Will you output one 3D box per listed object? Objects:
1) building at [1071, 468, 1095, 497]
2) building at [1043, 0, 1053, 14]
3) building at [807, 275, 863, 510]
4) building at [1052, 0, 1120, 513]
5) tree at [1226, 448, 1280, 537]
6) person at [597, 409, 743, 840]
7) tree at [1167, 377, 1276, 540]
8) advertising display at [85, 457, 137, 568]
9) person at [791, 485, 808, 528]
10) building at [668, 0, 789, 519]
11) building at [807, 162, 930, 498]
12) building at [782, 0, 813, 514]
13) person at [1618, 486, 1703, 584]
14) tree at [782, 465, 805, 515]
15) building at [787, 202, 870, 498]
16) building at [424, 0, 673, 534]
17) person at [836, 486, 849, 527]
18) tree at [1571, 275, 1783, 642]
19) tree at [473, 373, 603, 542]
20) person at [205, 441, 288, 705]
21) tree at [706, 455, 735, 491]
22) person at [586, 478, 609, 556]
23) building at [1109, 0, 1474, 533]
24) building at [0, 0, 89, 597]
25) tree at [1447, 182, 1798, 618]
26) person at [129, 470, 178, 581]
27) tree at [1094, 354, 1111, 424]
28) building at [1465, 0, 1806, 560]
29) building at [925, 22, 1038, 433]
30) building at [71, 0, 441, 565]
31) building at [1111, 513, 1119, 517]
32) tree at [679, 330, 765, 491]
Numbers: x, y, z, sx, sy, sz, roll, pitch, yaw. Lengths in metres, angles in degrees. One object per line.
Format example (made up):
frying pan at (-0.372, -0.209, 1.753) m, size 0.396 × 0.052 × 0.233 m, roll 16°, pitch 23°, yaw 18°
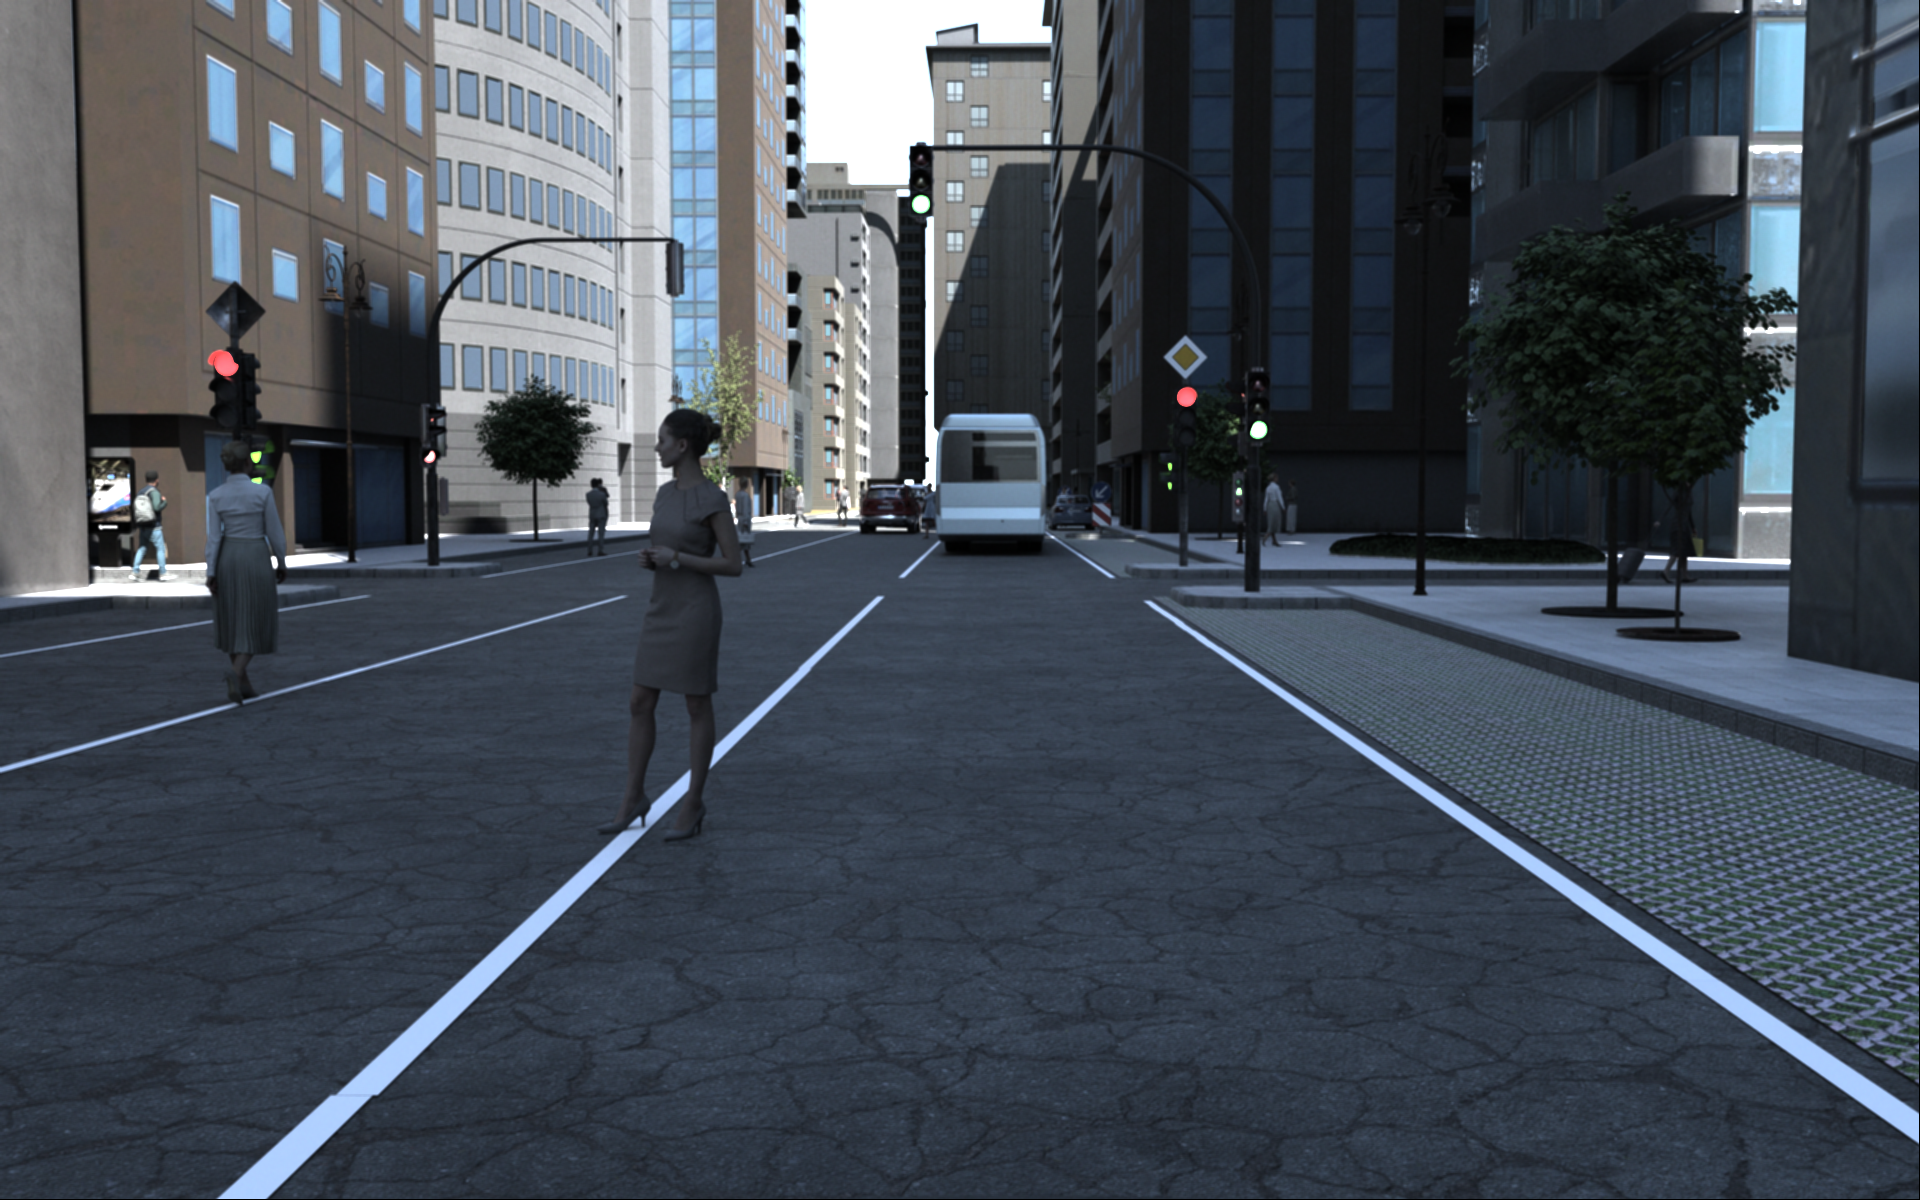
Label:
building at (24.151, -26.200, 120.247) m, size 32.217 × 40.220 × 23.993 m, roll 0°, pitch 4°, yaw 1°
building at (22.559, -35.347, 167.155) m, size 28.713 × 52.752 × 27.495 m, roll 0°, pitch 4°, yaw 1°
building at (-23.429, -18.764, 151.836) m, size 27.650 × 21.520 × 28.899 m, roll 0°, pitch 4°, yaw 1°
building at (18.662, -31.752, 142.845) m, size 21.300 × 48.544 × 21.600 m, roll 0°, pitch 4°, yaw 1°
tree at (8.943, -3.558, 52.771) m, size 1.663 × 3.219 × 1.824 m, roll 0°, pitch 3°, yaw 0°
person at (-1.207, 0.100, 7.206) m, size 0.599 × 1.781 × 0.374 m, roll 3°, pitch 4°, yaw 39°
tree at (7.292, -3.974, 48.685) m, size 4.285 × 4.588 × 4.351 m, roll 0°, pitch 3°, yaw 0°
advertising display at (-14.752, -1.518, 30.026) m, size 0.974 × 1.923 × 0.123 m, roll 1°, pitch 4°, yaw 10°
person at (-6.785, -3.975, 73.675) m, size 0.728 × 1.800 × 0.709 m, roll -1°, pitch 4°, yaw -23°
building at (-17.221, -27.202, 94.862) m, size 14.600 × 45.320 × 14.200 m, roll 0°, pitch 4°, yaw 1°
building at (-15.905, -31.401, 205.281) m, size 23.993 × 40.220 × 32.217 m, roll 0°, pitch 4°, yaw 1°
building at (-21.152, -49.373, 119.915) m, size 22.319 × 86.520 × 31.000 m, roll 0°, pitch 4°, yaw 1°
person at (11.254, -1.171, 27.858) m, size 1.509 × 1.804 × 0.699 m, roll 0°, pitch 4°, yaw -2°
tree at (-10.502, -6.788, 105.586) m, size 1.663 × 3.219 × 1.824 m, roll 0°, pitch 3°, yaw 0°
building at (-16.247, -24.674, 175.127) m, size 14.107 × 30.474 × 14.160 m, roll 0°, pitch 4°, yaw 1°
building at (-24.135, -32.014, 65.422) m, size 21.231 × 58.520 × 28.212 m, roll 0°, pitch 4°, yaw 1°
person at (-5.144, -4.124, 76.109) m, size 0.592 × 1.802 × 0.473 m, roll -2°, pitch 4°, yaw -35°
tree at (6.314, -1.278, 15.500) m, size 1.663 × 3.219 × 1.824 m, roll 0°, pitch 3°, yaw 0°
tree at (-11.453, -3.872, 47.018) m, size 4.285 × 4.588 × 4.351 m, roll 0°, pitch 3°, yaw 0°
person at (-4.927, -0.193, 11.875) m, size 0.478 × 1.798 × 0.641 m, roll 0°, pitch 4°, yaw 3°
tree at (-11.981, -5.568, 85.630) m, size 1.663 × 3.219 × 1.824 m, roll 0°, pitch 3°, yaw 0°
person at (-8.427, -1.932, 40.271) m, size 0.511 × 1.800 × 0.466 m, roll 0°, pitch 4°, yaw -1°
building at (12.883, -25.175, 61.721) m, size 14.600 × 45.320 × 14.200 m, roll 0°, pitch 4°, yaw 1°
building at (-29.050, -12.785, 13.553) m, size 34.151 × 26.468 × 19.350 m, roll 0°, pitch 4°, yaw 1°
tree at (6.957, -2.128, 18.514) m, size 4.285 × 4.588 × 4.351 m, roll 0°, pitch 3°, yaw 0°
person at (-13.267, -1.217, 28.389) m, size 0.713 × 1.824 × 0.794 m, roll -3°, pitch 5°, yaw -40°
tree at (8.231, -7.805, 77.975) m, size 4.737 × 8.622 × 4.395 m, roll 0°, pitch 3°, yaw 0°
building at (28.082, -25.812, 41.635) m, size 30.456 × 49.044 × 23.786 m, roll 0°, pitch 4°, yaw 1°
building at (10.192, -37.545, 203.095) m, size 27.495 × 52.752 × 28.713 m, roll 0°, pitch 4°, yaw 1°
building at (-20.429, -23.639, 36.605) m, size 14.600 × 45.320 × 14.200 m, roll 0°, pitch 4°, yaw 1°
building at (18.547, -28.599, 91.303) m, size 21.300 × 48.544 × 21.600 m, roll 0°, pitch 4°, yaw 1°
tree at (-10.772, -7.829, 78.373) m, size 4.737 × 8.622 × 4.395 m, roll 0°, pitch 3°, yaw 0°
